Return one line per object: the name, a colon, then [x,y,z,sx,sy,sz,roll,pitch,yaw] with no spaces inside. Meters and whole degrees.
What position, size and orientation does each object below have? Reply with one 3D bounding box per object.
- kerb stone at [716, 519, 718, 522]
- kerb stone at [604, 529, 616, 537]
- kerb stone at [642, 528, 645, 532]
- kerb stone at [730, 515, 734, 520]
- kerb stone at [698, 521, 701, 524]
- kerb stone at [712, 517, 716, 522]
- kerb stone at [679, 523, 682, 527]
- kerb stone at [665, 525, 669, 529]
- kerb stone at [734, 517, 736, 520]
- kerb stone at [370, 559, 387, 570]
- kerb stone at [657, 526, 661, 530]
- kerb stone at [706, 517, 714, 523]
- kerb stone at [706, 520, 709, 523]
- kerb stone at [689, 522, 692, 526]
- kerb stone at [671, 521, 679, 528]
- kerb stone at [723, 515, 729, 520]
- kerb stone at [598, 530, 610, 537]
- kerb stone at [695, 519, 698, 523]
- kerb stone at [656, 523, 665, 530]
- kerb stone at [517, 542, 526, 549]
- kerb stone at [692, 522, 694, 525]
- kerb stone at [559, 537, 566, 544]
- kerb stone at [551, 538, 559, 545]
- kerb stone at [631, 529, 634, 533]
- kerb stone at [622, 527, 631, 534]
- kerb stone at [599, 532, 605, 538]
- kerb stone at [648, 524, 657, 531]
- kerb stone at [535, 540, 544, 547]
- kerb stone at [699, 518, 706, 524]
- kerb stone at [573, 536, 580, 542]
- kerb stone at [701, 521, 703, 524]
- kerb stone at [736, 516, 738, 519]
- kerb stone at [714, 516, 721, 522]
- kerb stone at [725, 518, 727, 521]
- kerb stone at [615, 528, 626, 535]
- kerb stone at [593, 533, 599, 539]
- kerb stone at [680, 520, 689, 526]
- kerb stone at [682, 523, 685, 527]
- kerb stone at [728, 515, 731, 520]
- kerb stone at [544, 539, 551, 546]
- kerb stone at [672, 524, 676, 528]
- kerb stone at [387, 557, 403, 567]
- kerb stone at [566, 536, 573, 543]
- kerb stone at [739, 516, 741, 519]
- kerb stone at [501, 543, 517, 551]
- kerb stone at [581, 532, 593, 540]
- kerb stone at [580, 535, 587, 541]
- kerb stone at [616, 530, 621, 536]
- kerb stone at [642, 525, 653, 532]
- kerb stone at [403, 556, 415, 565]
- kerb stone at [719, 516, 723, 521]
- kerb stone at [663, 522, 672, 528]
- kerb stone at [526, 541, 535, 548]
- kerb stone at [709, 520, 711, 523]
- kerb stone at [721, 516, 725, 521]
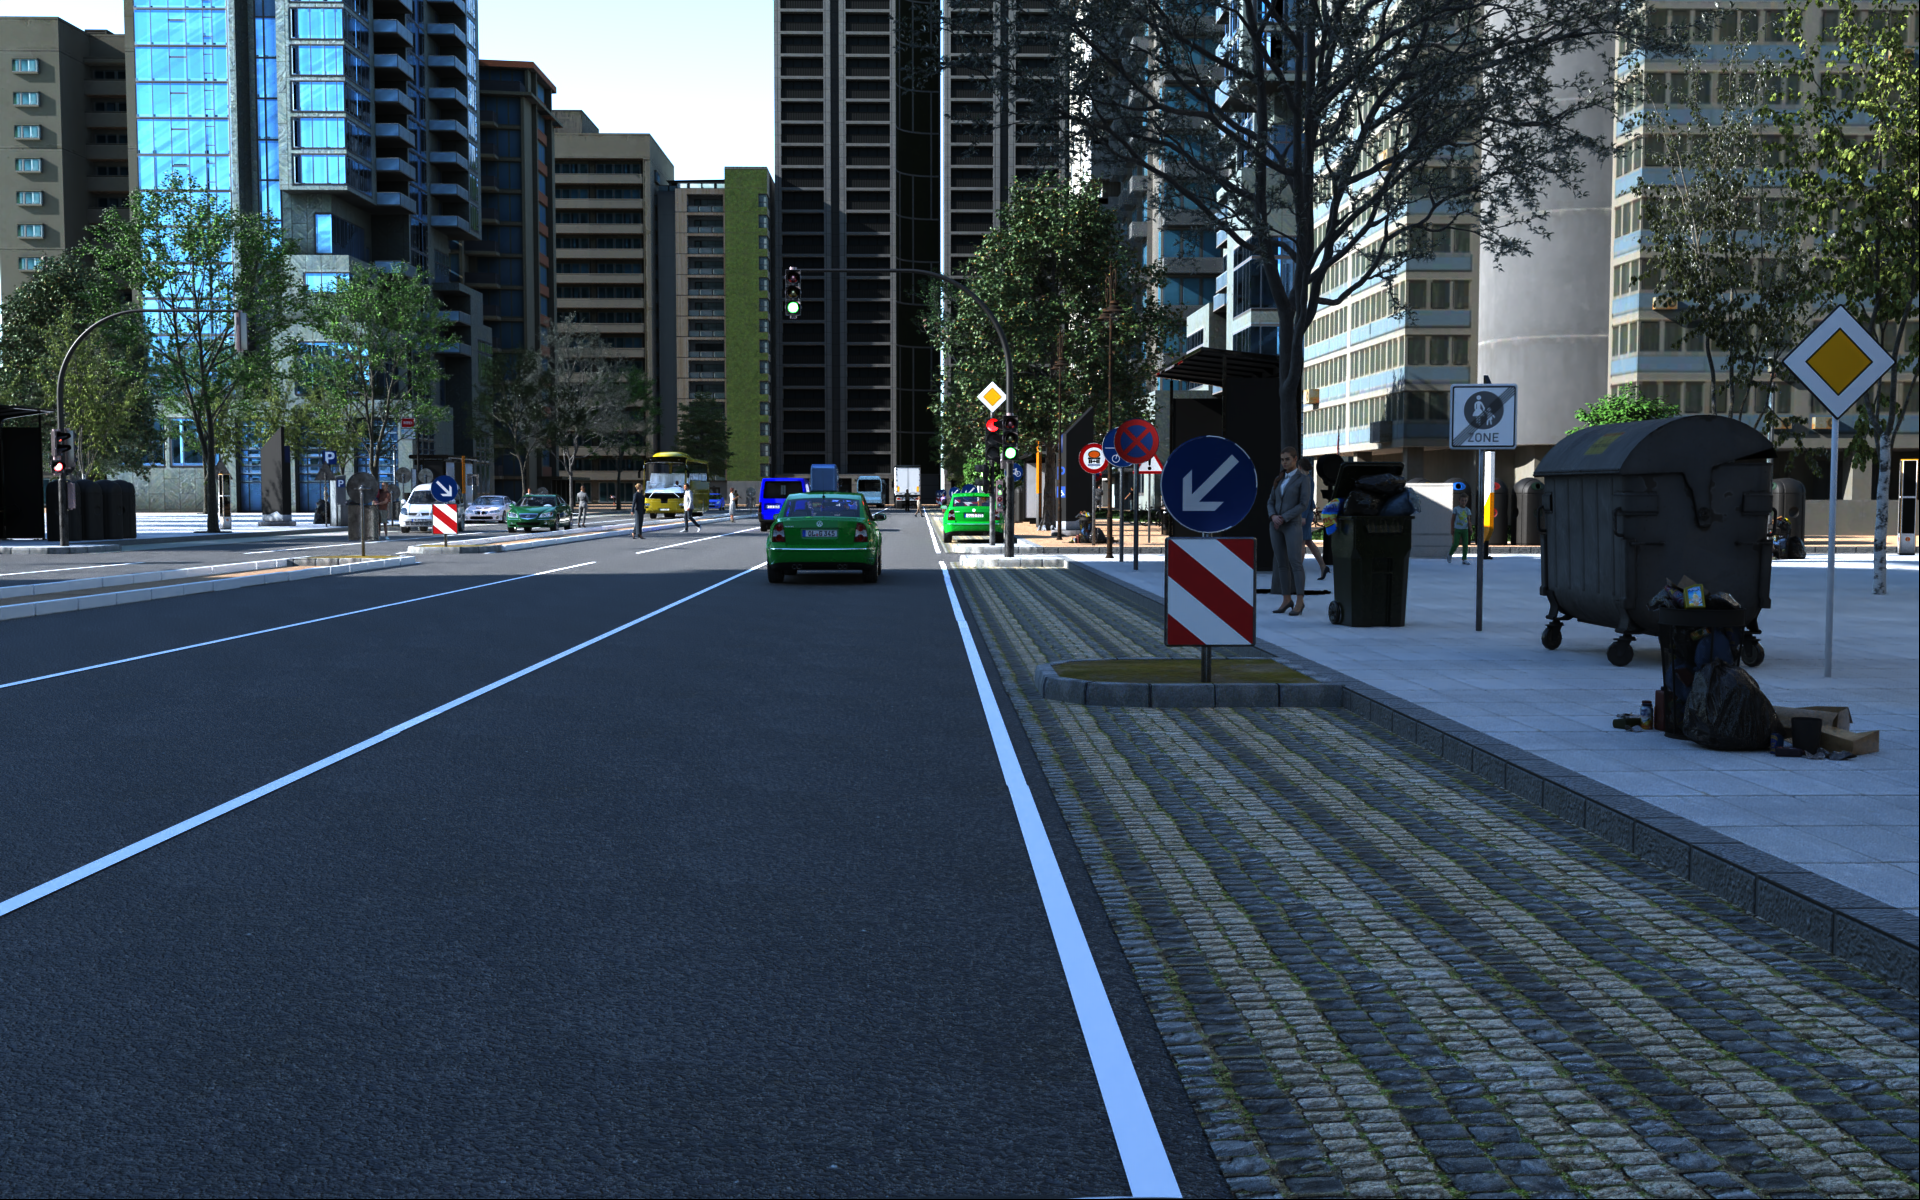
kerb stone: [-12.537,-4.030,88.088,0.120,0.150,1.000,0,4,-1]
kerb stone: [-11.834,-2.212,58.367,0.120,0.150,1.000,0,4,-1]
kerb stone: [-11.979,-2.588,64.516,0.120,0.150,1.000,0,4,-1]
kerb stone: [-12.706,-4.470,95.274,0.120,0.150,1.000,0,4,-1]
kerb stone: [-12.358,-3.592,80.923,0.120,0.150,1.000,0,4,-1]
kerb stone: [-12.514,-3.968,87.066,0.120,0.150,1.000,0,4,-1]
kerb stone: [-12.225,-3.215,74.763,0.120,0.150,1.000,0,4,-1]
kerb stone: [-12.119,-2.965,70.666,0.120,0.150,1.000,0,4,-1]
kerb stone: [-12.730,-4.531,96.296,0.120,0.150,1.000,0,4,-1]
kerb stone: [-11.241,-0.671,33.163,0.120,0.150,1.000,0,4,-1]
kerb stone: [-12.080,-2.840,68.622,0.120,0.150,1.000,0,4,-1]
kerb stone: [-12.487,-3.905,86.044,0.120,0.150,1.000,0,4,-1]
kerb stone: [-12.435,-3.770,83.993,0.120,0.150,1.000,0,4,-1]
kerb stone: [-12.291,-3.396,77.841,0.120,0.150,1.000,0,4,-1]
kerb stone: [-12.191,-3.152,73.737,0.120,0.150,1.000,0,4,-1]
kerb stone: [-12.658,-4.344,93.217,0.120,0.150,1.000,0,4,-1]
kerb stone: [-11.813,-2.150,57.345,0.120,0.150,1.000,0,4,-1]
kerb stone: [-12.345,-3.524,79.895,0.120,0.150,1.000,0,4,-1]
kerb stone: [-12.101,-2.902,69.644,0.120,0.150,1.000,0,4,-1]
kerb stone: [-11.519,-1.396,45.047,0.120,0.150,1.000,0,4,-1]
kerb stone: [-12.321,-3.461,78.863,0.120,0.150,1.000,0,4,-1]
kerb stone: [-11.639,-1.705,50.170,0.120,0.150,1.000,0,4,-1]
kerb stone: [-11.624,-1.648,49.147,0.120,0.150,1.000,0,4,-1]
kerb stone: [-11.928,-2.463,62.472,0.120,0.150,1.000,0,4,-1]
kerb stone: [-11.904,-2.401,61.445,0.120,0.150,1.000,0,4,-1]
kerb stone: [-11.787,-2.087,56.322,0.120,0.150,1.000,0,4,-1]
kerb stone: [-12.054,-2.776,67.590,0.120,0.150,1.000,0,4,-1]
kerb stone: [-11.563,-1.523,47.096,0.120,0.150,1.000,0,4,-1]
kerb stone: [-12.403,-3.717,82.971,0.120,0.150,1.000,0,4,-1]
kerb stone: [-11.694,-1.836,52.216,0.120,0.150,1.000,0,4,-1]
kerb stone: [-12.397,-3.652,81.949,0.120,0.150,1.000,0,4,-1]
kerb stone: [-12.754,-4.595,97.318,0.120,0.150,1.000,0,4,-1]
kerb stone: [-12.555,-4.091,89.110,0.120,0.150,1.000,0,4,-1]
kerb stone: [-12.628,-4.277,92.191,0.120,0.150,1.000,0,4,-1]
kerb stone: [-11.880,-2.335,60.415,0.120,0.150,1.000,0,4,-1]
kerb stone: [-11.756,-2.019,55.294,0.120,0.150,1.000,0,4,-1]
kerb stone: [-12.270,-3.339,76.819,0.120,0.150,1.000,0,4,-1]
kerb stone: [-12.243,-3.278,75.785,0.120,0.150,1.000,0,4,-1]
kerb stone: [-12.680,-4.404,94.252,0.120,0.150,1.000,0,4,-1]
kerb stone: [-11.591,-1.586,48.123,0.120,0.150,1.000,0,4,-1]
kerb stone: [-12.177,-3.090,72.713,0.120,0.150,1.000,0,4,-1]
kerb stone: [-11.262,-0.733,34.185,0.120,0.150,1.000,0,4,-1]
kerb stone: [-11.665,-1.774,51.194,0.120,0.150,1.000,0,4,-1]
kerb stone: [-12.797,-4.717,99.365,0.120,0.150,1.000,0,4,-1]
kerb stone: [-11.495,-1.333,44.025,0.120,0.150,1.000,0,4,-1]
kerb stone: [-11.733,-1.962,54.272,0.120,0.150,1.000,0,4,-1]
kerb stone: [-11.707,-1.899,53.238,0.120,0.150,1.000,0,4,-1]
kerb stone: [-11.858,-2.275,59.389,0.120,0.150,1.000,0,4,-1]
kerb stone: [-12.032,-2.714,66.565,0.120,0.150,1.000,0,4,-1]
kerb stone: [-11.277,-0.795,35.208,0.120,0.150,1.000,0,4,-1]
kerb stone: [-12.586,-4.155,90.136,0.120,0.150,1.000,0,4,-1]
kerb stone: [-12.149,-3.022,71.689,0.120,0.150,1.000,0,4,-1]
kerb stone: [-11.544,-1.451,46.074,0.120,0.150,1.000,0,4,-1]
kerb stone: [-12.456,-3.843,85.022,0.120,0.150,1.000,0,4,-1]
kerb stone: [-12.602,-4.218,91.167,0.120,0.150,1.000,0,4,-1]
